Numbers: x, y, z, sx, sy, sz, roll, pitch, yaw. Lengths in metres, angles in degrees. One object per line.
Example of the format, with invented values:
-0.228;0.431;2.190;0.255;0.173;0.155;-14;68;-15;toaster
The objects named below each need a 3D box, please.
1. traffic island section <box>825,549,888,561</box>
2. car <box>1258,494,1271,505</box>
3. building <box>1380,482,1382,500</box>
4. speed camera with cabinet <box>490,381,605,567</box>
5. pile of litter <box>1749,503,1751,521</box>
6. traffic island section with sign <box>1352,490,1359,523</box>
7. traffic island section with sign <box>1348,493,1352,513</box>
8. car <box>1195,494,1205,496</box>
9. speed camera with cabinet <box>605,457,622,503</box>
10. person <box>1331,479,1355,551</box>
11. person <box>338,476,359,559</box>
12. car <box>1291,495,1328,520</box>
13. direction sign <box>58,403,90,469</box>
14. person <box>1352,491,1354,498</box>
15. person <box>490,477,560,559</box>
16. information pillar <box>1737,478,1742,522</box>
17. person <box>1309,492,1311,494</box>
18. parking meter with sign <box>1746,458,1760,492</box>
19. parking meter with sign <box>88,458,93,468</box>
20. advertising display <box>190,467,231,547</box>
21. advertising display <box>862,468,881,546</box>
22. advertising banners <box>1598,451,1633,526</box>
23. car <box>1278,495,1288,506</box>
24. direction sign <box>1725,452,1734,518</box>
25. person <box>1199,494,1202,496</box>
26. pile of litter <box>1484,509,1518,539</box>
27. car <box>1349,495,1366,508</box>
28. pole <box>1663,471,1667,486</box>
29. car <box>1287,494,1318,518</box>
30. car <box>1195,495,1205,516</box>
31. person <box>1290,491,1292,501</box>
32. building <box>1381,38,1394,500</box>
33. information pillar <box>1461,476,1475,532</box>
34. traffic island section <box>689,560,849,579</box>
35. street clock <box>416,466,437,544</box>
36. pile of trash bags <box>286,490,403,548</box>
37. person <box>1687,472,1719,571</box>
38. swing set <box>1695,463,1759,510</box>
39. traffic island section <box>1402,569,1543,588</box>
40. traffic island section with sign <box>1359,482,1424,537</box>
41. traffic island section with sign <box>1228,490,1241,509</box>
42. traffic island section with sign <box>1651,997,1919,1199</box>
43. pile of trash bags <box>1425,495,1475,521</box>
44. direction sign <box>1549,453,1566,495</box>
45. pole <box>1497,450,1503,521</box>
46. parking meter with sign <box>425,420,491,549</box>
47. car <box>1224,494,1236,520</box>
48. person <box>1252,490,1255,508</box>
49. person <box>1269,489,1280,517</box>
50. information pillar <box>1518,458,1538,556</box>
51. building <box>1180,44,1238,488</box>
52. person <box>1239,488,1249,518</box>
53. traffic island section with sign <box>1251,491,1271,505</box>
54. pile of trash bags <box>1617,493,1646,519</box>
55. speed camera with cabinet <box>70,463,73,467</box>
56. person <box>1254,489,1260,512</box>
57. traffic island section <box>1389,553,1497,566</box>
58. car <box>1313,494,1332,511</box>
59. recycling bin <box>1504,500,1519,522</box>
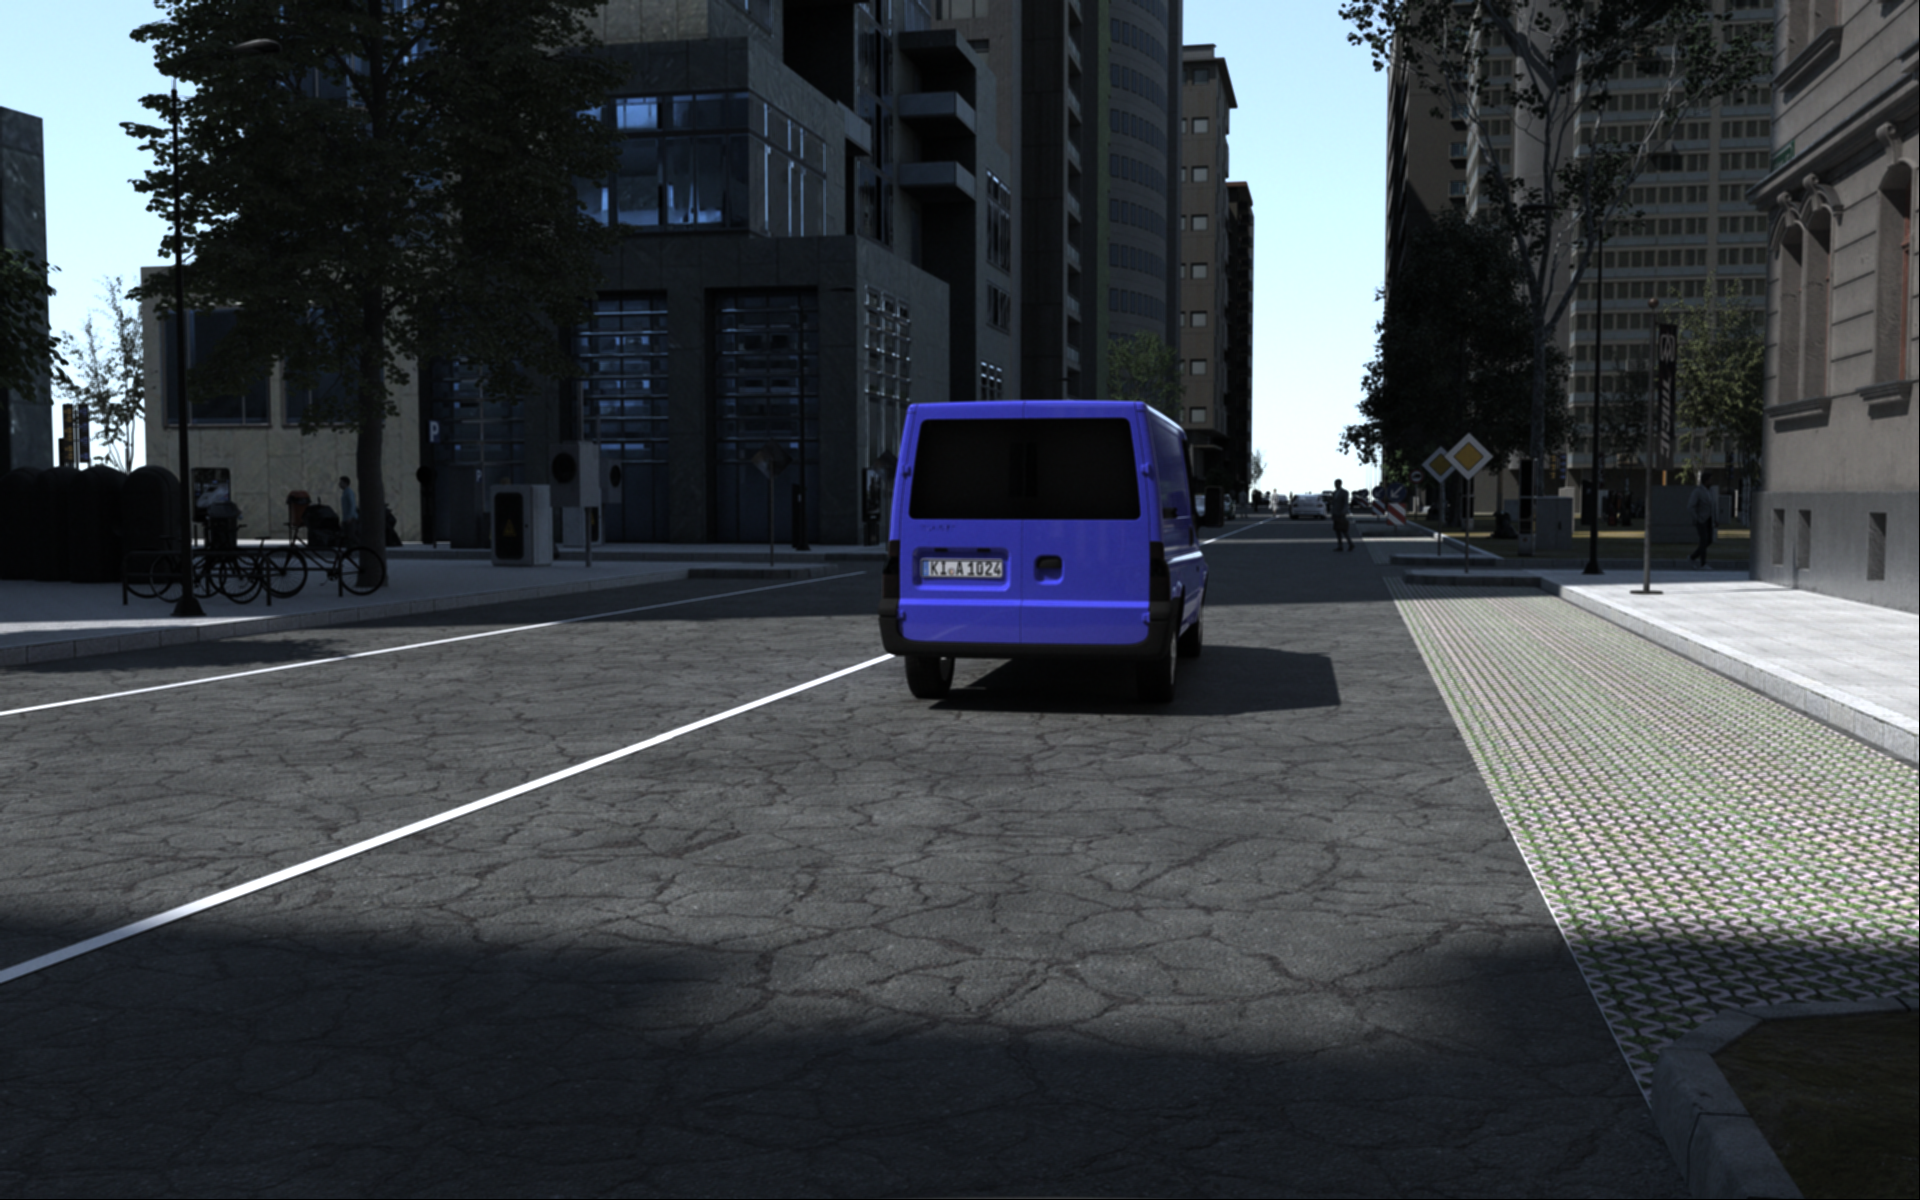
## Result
-1.641;-0.993;38.521;2.009;0.180;2.903;1;4;12;traffic island section
38.766;-12.954;221.586;2.009;1.686;4.222;1;4;13;car
77.077;-34.039;248.420;32.217;40.220;23.993;1;4;12;building
-7.358;-2.218;30.606;2.038;3.252;0.660;2;4;27;speed camera with cabinet
37.441;-4.124;81.393;1.719;0.858;1.176;-2;4;-24;pile of litter
20.357;-4.655;84.743;1.989;1.847;2.006;1;4;12;traffic island section with sign
31.136;-7.654;133.778;1.989;1.847;2.006;1;4;12;traffic island section with sign
17.162;-6.996;123.188;1.959;1.807;4.718;1;4;10;car
-9.016;-2.944;42.474;0.660;3.252;2.038;1;4;16;speed camera with cabinet
9.560;-2.140;43.602;0.853;1.813;0.709;-2;4;-35;person
-13.315;-1.800;37.943;0.620;1.820;0.660;-2;4;-35;person
19.808;-5.252;98.229;2.083;1.381;4.827;1;4;14;car
-22.133;-3.146;43.439;0.876;3.537;0.379;1;4;23;direction sign
50.388;-13.039;221.779;0.705;1.812;1.348;2;4;24;person
-9.658;-1.802;38.176;1.509;1.804;0.699;1;4;18;person
36.168;-4.631;80.205;0.304;2.012;0.304;2;4;25;information pillar
42.594;-12.294;210.223;0.721;1.743;1.217;-1;4;-22;person
39.207;-5.415;84.800;1.738;3.016;0.543;-2;4;-26;parking meter with sign
-41.610;-5.410;84.720;1.738;3.016;0.543;-1;4;-14;parking meter with sign
-18.261;-2.265;42.239;0.123;1.923;0.974;2;4;35;advertising display
-2.189;-2.300;42.821;0.123;1.923;0.974;1;4;18;advertising display
26.413;-4.514;69.985;0.090;3.025;2.074;-1;4;-23;advertising banners
39.622;-12.349;214.262;2.083;1.381;4.827;1;4;12;car
41.300;-6.179;93.024;0.876;3.537;0.379;-3;5;-41;direction sign
16.233;-6.468;117.467;0.599;1.433;0.991;2;4;33;person
15.816;-2.197;49.883;1.176;0.858;1.719;0;4;-4;pile of litter
41.052;-10.127;178.154;1.945;1.354;3.894;1;4;12;car
39.437;-6.306;96.951;0.158;3.312;0.155;0;3;0;pole
20.711;-5.780;104.294;2.009;1.686;4.222;1;4;11;car
10.670;-4.083;79.121;2.083;1.381;4.827;1;4;14;car
45.706;-14.109;239.275;0.705;1.812;1.348;1;4;16;person
65.631;-41.694;223.694;21.231;58.520;28.212;1;4;12;building
17.372;-3.348;59.237;0.304;2.012;0.304;-3;5;-40;information pillar
-3.354;-0.516;30.722;2.009;0.180;2.903;1;4;12;traffic island section
-13.604;-2.426;44.230;0.471;2.002;0.358;1;4;17;street clock
-15.323;-2.000;42.458;3.447;1.369;1.912;2;4;32;pile of trash bags
13.927;-1.482;32.577;0.661;1.843;0.795;-2;4;-23;person
39.068;-5.559;88.515;3.119;2.851;2.862;2;4;30;swing set
8.260;-0.361;28.175;2.009;0.180;2.903;1;4;12;traffic island section
14.541;-3.036;58.262;1.989;1.847;2.006;1;4;12;traffic island section with sign
25.519;-9.391;162.174;1.989;1.847;2.006;1;4;12;traffic island section with sign
2.478;0.324;3.324;1.989;1.847;2.006;1;4;12;traffic island section with sign
24.219;-4.574;84.545;1.912;1.369;3.447;3;5;41;pile of trash bags
33.231;-6.382;96.349;0.876;3.537;0.379;2;4;29;direction sign
22.637;-4.818;72.616;0.158;3.312;0.155;0;3;0;pole
-11.604;-2.717;40.682;1.738;3.016;0.543;1;4;12;parking meter with sign
14.395;-5.202;96.854;2.131;1.459;4.920;1;4;13;car
30.396;-10.452;179.472;0.705;1.814;1.350;0;4;0;person
19.618;-6.074;108.165;0.694;1.780;0.624;3;5;40;person
11.773;-1.923;35.929;0.304;2.012;0.304;2;4;31;information pillar
18.392;-38.015;210.778;28.713;52.752;27.495;1;4;12;building
17.178;-5.893;104.953;0.635;1.810;0.391;2;4;34;person
37.541;-12.738;216.892;1.989;1.847;2.006;1;4;12;traffic island section with sign
35.445;-4.968;90.977;3.447;1.369;1.912;-2;4;-31;pile of trash bags
-32.147;-4.268;64.115;2.038;3.252;0.660;-3;5;-39;speed camera with cabinet
24.156;-8.105;141.028;0.705;1.823;1.348;0;4;-8;person
9.973;-0.838;35.975;2.009;0.180;2.903;1;4;12;traffic island section
30.212;-8.186;145.635;2.131;1.459;4.920;1;4;12;car
25.319;-4.081;79.275;0.722;1.027;0.722;2;4;27;recycling bin
